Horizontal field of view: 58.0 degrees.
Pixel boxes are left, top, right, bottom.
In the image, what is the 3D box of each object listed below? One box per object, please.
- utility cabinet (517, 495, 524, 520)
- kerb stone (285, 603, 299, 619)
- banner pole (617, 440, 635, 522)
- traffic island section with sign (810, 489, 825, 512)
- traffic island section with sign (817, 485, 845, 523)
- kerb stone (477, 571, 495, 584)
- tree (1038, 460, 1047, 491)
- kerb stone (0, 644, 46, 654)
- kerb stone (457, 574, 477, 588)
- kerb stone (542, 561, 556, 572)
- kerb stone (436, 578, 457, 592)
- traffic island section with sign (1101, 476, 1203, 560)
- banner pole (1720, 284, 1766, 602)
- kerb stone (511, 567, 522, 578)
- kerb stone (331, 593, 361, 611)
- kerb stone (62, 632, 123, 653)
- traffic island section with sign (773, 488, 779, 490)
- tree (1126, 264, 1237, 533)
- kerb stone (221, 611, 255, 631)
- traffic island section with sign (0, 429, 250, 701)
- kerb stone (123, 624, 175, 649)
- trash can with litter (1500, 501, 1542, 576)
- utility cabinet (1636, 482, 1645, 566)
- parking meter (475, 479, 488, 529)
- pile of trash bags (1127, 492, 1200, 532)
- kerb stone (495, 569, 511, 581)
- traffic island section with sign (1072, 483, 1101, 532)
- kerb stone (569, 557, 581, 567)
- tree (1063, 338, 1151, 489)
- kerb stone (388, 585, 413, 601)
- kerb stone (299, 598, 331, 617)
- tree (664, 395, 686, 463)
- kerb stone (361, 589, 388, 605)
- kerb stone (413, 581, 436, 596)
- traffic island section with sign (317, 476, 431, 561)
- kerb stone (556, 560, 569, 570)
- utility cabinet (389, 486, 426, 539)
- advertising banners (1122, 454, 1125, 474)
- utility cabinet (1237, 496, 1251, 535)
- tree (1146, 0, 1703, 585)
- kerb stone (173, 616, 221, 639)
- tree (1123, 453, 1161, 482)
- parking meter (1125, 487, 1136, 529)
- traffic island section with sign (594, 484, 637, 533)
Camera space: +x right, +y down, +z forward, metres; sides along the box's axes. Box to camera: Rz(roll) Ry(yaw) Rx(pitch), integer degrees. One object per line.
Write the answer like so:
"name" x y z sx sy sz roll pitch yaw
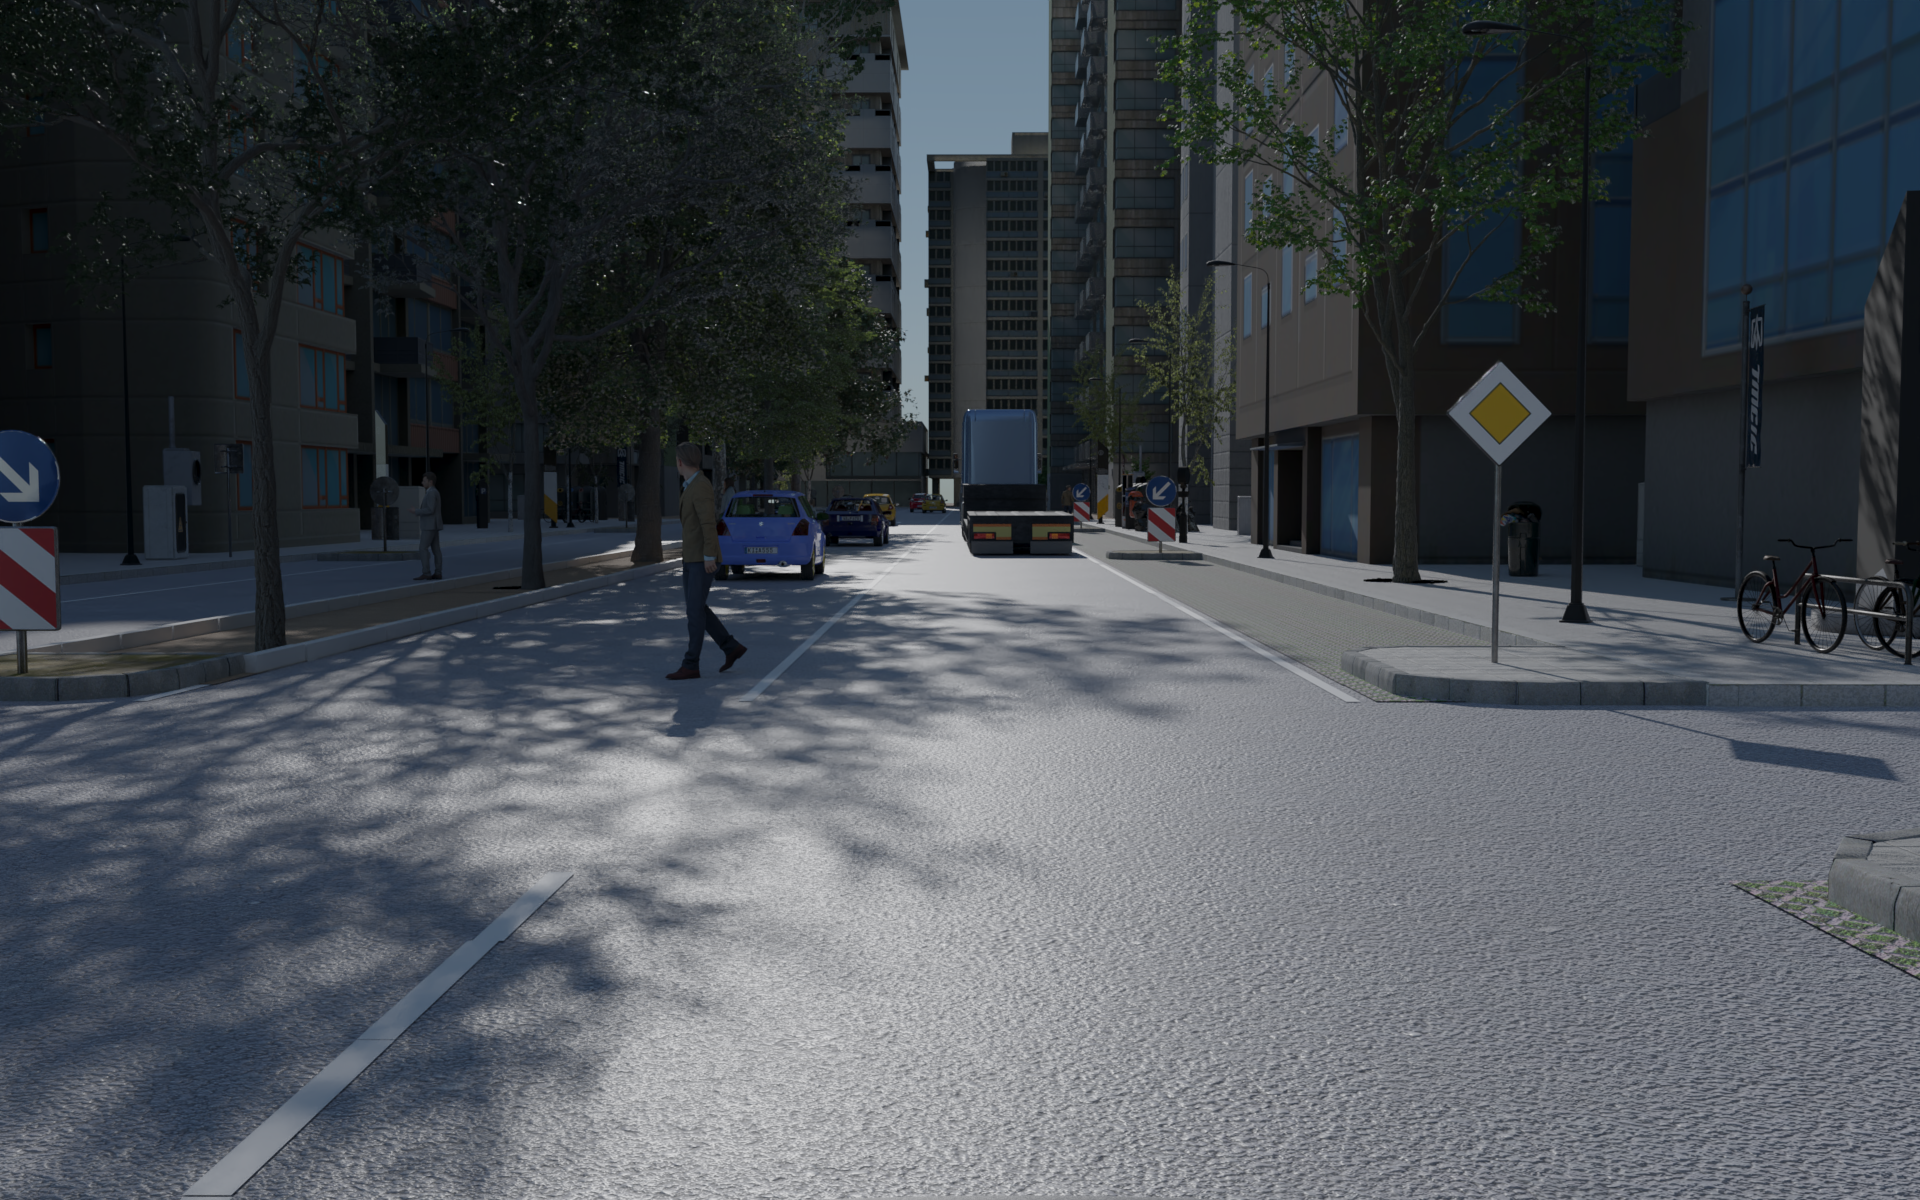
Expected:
"utility cabinet" -21.507 -4.594 86.276 1.020 1.237 0.306 0 4 7
"kerb stone" -7.716 0.169 19.466 0.120 0.150 1.000 0 4 0
"banner pole" -15.500 -5.520 80.267 0.863 3.779 0.401 0 4 -3
"traffic island section with sign" -12.072 -8.175 142.295 1.989 1.847 2.006 0 4 0
"traffic island section with sign" -6.241 -4.888 88.053 2.006 1.907 1.989 0 4 0
"kerb stone" -7.674 -0.331 27.671 0.120 0.150 1.000 0 4 0
"tree" 7.883 -11.144 165.923 4.285 4.588 4.351 0 3 0
"kerb stone" -7.752 0.482 14.322 0.120 0.150 1.000 0 4 0
"kerb stone" -7.672 -0.272 26.643 0.120 0.150 1.000 0 4 0
"kerb stone" -7.650 -0.586 31.782 0.120 0.150 1.000 0 4 0
"kerb stone" -7.681 -0.209 25.610 0.120 0.150 1.000 0 4 0
"traffic island section with sign" 4.255 -1.813 38.269 1.989 1.847 2.006 0 4 0
"banner pole" 9.348 -1.865 20.516 0.401 3.779 0.863 0 4 6
"kerb stone" -7.658 -0.461 29.727 0.120 0.150 1.000 0 4 0
"kerb stone" -7.709 0.042 21.512 0.120 0.150 1.000 0 4 0
"kerb stone" -7.751 0.419 15.350 0.120 0.150 1.000 0 4 0
"traffic island section with sign" -12.243 -6.527 115.341 1.989 1.847 2.006 0 4 0
"tree" 7.577 -6.468 56.110 4.360 8.622 3.978 0 3 0
"kerb stone" -7.722 0.230 18.441 0.120 0.150 1.000 0 4 0
"traffic island section with sign" -6.697 -0.292 12.916 2.006 1.907 1.989 0 4 0
"kerb stone" -7.738 0.359 16.376 0.120 0.150 1.000 0 4 0
"trash can with litter" 8.827 -0.968 27.221 0.624 1.170 1.055 1 4 21
"utility cabinet" 12.497 -1.337 30.541 1.173 1.500 0.318 -1 4 -22
"parking meter" -17.817 -3.596 64.512 0.399 1.863 0.255 -3 5 -40
"pile of trash bags" 6.777 -3.069 59.931 1.912 1.369 3.447 -2 4 -25
"kerb stone" -7.670 -0.397 28.693 0.120 0.150 1.000 0 4 0
"traffic island section with sign" 4.417 -3.461 65.223 1.989 1.847 2.006 0 4 0
"kerb stone" -7.632 -0.707 33.852 0.120 0.150 1.000 0 4 0
"tree" 6.966 -8.104 82.858 4.737 8.622 4.395 0 3 0
"kerb stone" -7.697 -0.083 23.559 0.120 0.150 1.000 0 4 0
"kerb stone" -7.717 0.104 20.490 0.120 0.150 1.000 0 4 0
"tree" -15.733 -8.371 87.226 4.360 8.622 3.978 0 3 0
"kerb stone" -7.700 -0.019 22.534 0.120 0.150 1.000 0 4 0
"kerb stone" -7.691 -0.146 24.581 0.120 0.150 1.000 0 4 0
"traffic island section with sign" -12.731 -1.790 37.902 1.989 1.847 2.006 0 4 0
"kerb stone" -7.642 -0.649 32.814 0.120 0.150 1.000 0 4 0
"utility cabinet" -15.747 -2.484 49.285 1.173 1.500 0.318 2 4 24
"advertising banners" 7.402 -4.935 76.876 0.090 3.025 2.074 1 4 18
"utility cabinet" 9.182 -2.621 54.015 1.020 1.237 0.306 0 4 -4
"tree" 6.306 -6.059 24.823 9.928 11.665 9.643 0 3 0
"kerb stone" -7.735 0.293 17.412 0.120 0.150 1.000 0 4 0
"tree" 7.854 -4.893 74.596 1.663 3.219 1.824 0 3 0
"parking meter" 6.231 -3.359 63.324 0.372 1.533 0.369 0 3 0
"traffic island section with sign" -12.560 -3.448 64.995 1.989 1.847 2.006 0 4 0
